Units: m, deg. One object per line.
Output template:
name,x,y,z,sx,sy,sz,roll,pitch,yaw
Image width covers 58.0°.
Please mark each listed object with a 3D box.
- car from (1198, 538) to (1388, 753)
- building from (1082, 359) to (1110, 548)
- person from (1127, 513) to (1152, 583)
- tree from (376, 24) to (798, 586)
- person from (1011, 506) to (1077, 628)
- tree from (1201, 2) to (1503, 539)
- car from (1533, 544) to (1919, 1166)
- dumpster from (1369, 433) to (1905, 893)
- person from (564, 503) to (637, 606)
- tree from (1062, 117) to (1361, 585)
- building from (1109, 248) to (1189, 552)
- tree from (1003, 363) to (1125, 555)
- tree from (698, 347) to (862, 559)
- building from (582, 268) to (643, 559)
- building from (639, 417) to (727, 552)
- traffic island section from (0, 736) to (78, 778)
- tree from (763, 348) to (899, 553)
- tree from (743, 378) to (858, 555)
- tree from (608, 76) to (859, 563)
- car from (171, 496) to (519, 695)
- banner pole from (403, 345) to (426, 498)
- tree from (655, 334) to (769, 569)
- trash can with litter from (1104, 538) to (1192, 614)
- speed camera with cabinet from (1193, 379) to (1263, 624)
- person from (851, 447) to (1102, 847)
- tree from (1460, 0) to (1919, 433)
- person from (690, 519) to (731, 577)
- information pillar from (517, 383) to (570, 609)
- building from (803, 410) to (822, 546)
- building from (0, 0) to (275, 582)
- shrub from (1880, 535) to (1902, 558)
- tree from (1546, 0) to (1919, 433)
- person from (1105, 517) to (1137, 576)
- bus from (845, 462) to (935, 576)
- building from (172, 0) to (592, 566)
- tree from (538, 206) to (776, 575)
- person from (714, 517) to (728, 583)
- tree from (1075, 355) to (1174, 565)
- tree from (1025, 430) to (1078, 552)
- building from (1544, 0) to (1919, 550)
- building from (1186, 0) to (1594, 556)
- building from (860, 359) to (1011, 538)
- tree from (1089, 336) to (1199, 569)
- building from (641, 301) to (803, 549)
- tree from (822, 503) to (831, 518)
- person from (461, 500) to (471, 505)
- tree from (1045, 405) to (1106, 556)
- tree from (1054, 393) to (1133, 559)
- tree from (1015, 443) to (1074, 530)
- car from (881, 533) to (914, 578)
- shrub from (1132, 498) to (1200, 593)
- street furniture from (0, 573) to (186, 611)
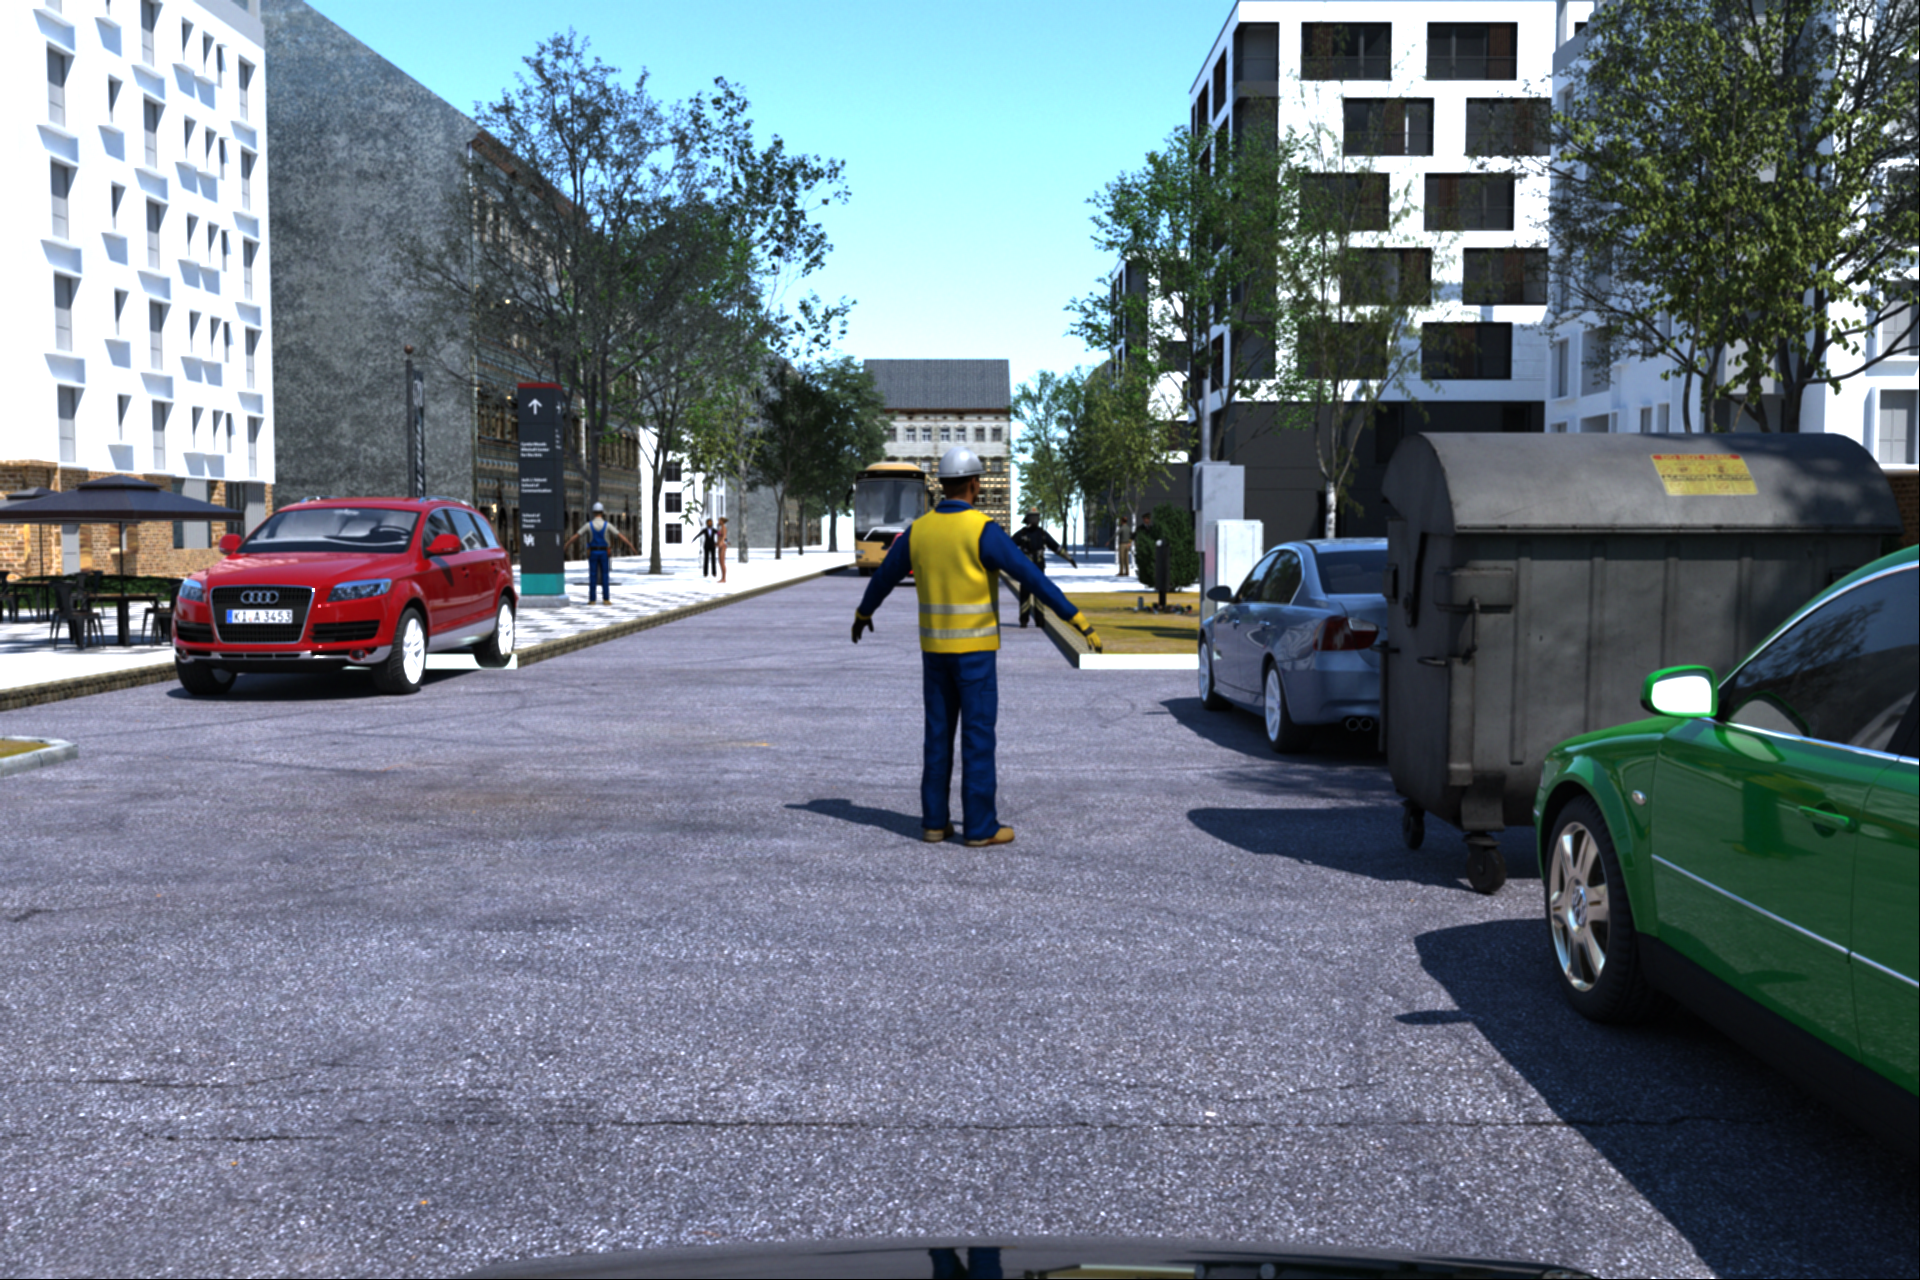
car,2.881,-0.039,12.638,2.014,1.417,4.499,0,4,-1
building,22.037,-20.697,169.316,19.493,23.208,18.063,0,4,0
person,4.896,-2.413,45.382,1.347,1.837,0.705,-2,4,-29
tree,-9.232,-8.108,42.940,12.009,13.543,11.850,0,3,0
person,1.114,-1.119,26.527,1.354,1.856,0.705,-1,4,-11
tree,5.137,-4.565,24.999,4.360,8.622,3.978,0,3,0
car,2.685,0.311,3.713,1.959,1.807,4.718,0,4,0
dumpster,2.785,0.052,7.373,1.865,1.857,1.264,0,4,-1
person,-6.498,-1.548,31.159,1.347,1.847,0.705,-1,4,-11
tree,6.322,-7.238,44.105,9.928,11.665,9.643,0,3,0
building,25.839,-18.129,140.389,27.936,21.610,32.646,0,3,0
tree,6.375,-11.049,106.406,9.928,11.665,9.643,0,3,0
tree,-9.201,-9.328,86.918,8.767,10.594,7.601,0,4,-4
building,-28.074,-15.994,92.430,19.493,23.208,18.063,0,4,0
building,-23.171,-11.997,138.293,9.099,9.664,28.070,0,4,-1
traffic island section,-6.626,0.751,10.582,1.991,0.108,1.994,0,3,0
tree,-8.854,-13.080,120.515,9.857,13.997,8.962,0,3,0
tree,-9.793,-10.398,104.415,8.767,10.594,7.601,1,4,20
tree,-10.477,-13.385,74.735,12.611,20.169,13.585,0,3,0
car,-5.887,-0.518,17.139,2.281,1.827,5.304,0,3,0
banner pole,-7.286,-2.031,23.220,0.401,3.779,0.863,0,4,0
tree,-9.358,-6.918,63.466,4.737,8.622,4.395,0,3,0
trash can with litter,3.288,-1.074,28.620,1.678,1.210,2.233,0,3,0
speed camera with cabinet,3.333,-1.665,21.553,0.660,3.252,2.038,0,4,0
person,0.015,0.023,8.044,1.349,1.833,0.705,2,4,31
tree,13.546,-7.207,28.203,12.009,13.543,11.850,0,3,0
person,-7.441,-2.742,51.555,1.216,1.740,0.721,-1,4,-13
information pillar,-7.244,-2.484,29.990,0.750,3.857,0.750,0,4,0
building,-25.195,-21.935,189.558,19.493,23.208,18.063,0,4,0
building,-27.728,-11.471,43.969,16.016,20.090,11.380,0,4,0
shrub,19.476,-2.020,37.442,1.690,2.028,1.600,0,3,0
tree,8.906,-4.258,19.989,4.737,8.622,4.395,0,3,0
person,4.968,-2.841,52.725,1.348,1.796,0.705,-3,5,-40
bus,-2.274,-4.361,62.850,2.896,3.916,12.252,0,4,0
building,-27.364,-14.849,73.709,19.493,23.208,18.063,0,4,1
tree,-9.451,-7.867,54.374,9.928,11.665,9.643,0,3,0
person,-6.348,-2.377,45.666,0.721,1.733,1.217,-1,4,-14
tree,6.576,-7.391,71.208,4.737,8.622,4.395,0,3,0
tree,6.199,-10.477,121.667,4.737,8.622,4.395,0,3,0
building,25.387,-12.341,58.201,16.016,20.090,11.380,0,4,0
building,24.533,-14.605,82.764,27.936,21.610,32.646,0,3,0
building,-2.945,-23.390,215.817,18.063,23.208,19.493,0,4,0
tree,6.551,-6.931,63.681,4.737,8.622,4.395,0,3,0
building,-24.760,-20.186,160.969,19.493,23.208,18.063,0,4,0
tree,-18.195,-17.055,213.254,7.601,10.594,8.767,0,4,-6
person,-8.409,-1.446,29.407,0.705,1.858,1.354,-1,4,-9
tree,6.517,-9.108,99.281,4.360,8.622,3.978,0,3,0
tree,6.651,-8.493,89.216,4.737,8.622,4.395,0,3,0
tree,10.620,-18.098,214.024,7.486,12.596,7.792,0,3,0
car,-1.174,-2.446,49.036,2.155,1.783,4.494,0,4,0
shrub,4.555,-2.071,37.896,1.661,2.075,1.752,0,3,0
street furniture,-16.108,-1.036,32.570,10.072,0.657,5.734,3,5,44
